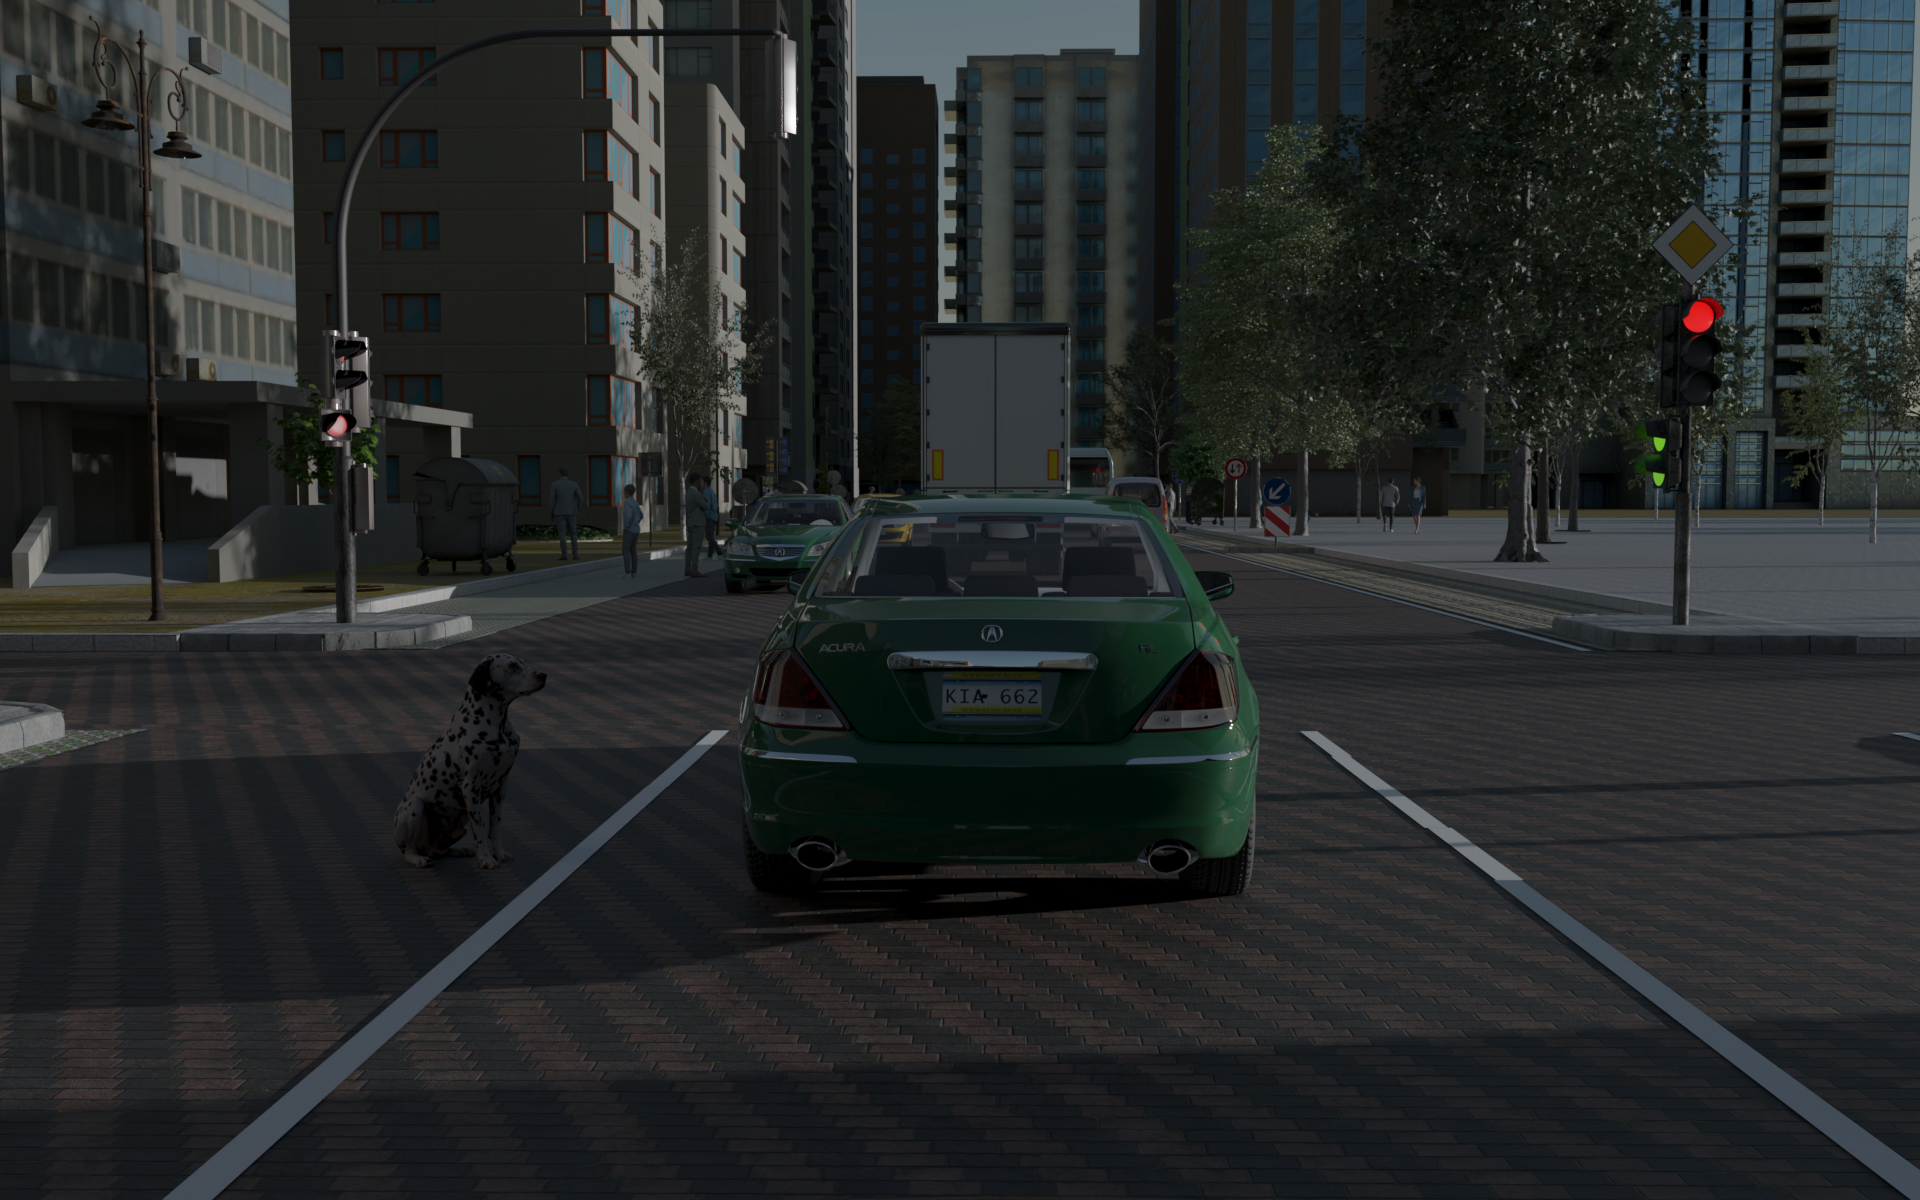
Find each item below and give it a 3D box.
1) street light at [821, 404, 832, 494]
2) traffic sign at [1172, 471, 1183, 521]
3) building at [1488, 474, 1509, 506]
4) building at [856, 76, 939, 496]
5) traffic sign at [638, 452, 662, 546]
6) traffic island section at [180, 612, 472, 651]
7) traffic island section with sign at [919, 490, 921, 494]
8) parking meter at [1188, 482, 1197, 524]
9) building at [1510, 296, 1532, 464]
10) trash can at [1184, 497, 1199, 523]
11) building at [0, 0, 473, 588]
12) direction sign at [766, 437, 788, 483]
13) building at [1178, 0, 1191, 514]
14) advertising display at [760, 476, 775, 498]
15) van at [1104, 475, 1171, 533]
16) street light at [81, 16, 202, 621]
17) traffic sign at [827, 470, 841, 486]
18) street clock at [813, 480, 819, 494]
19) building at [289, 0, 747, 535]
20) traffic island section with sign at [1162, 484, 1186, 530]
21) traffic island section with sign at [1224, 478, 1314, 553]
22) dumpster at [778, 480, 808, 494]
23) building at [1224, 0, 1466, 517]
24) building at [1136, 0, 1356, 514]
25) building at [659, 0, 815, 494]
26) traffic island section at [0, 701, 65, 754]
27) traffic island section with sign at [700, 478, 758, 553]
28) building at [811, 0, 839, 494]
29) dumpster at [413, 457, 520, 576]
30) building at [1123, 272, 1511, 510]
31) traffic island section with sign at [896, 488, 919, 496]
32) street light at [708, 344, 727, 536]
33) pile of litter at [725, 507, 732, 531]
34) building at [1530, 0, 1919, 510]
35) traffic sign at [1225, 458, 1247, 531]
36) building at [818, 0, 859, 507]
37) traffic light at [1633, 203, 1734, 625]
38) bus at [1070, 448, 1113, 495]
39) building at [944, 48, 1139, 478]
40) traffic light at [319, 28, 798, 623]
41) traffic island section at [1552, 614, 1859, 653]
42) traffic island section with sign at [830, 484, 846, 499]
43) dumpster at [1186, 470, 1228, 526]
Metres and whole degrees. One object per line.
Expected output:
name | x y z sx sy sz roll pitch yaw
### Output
street light | -6.866 -7.112 89.067 0.468 5.910 1.993 0 4 1
traffic sign | 10.625 -5.116 83.749 0.768 2.556 0.104 0 4 2
building | 42.934 -39.520 188.151 28.212 58.520 21.231 0 4 1
building | -9.503 -32.777 186.011 14.200 45.320 14.600 0 4 1
traffic sign | -7.577 -2.461 42.375 0.606 2.300 0.079 0 4 3
traffic island section | -6.131 0.307 17.265 2.009 0.180 2.903 0 4 1
traffic island section with sign | -3.589 -8.461 146.965 1.989 1.847 2.006 0 4 1
parking meter | 9.980 -4.201 74.401 0.399 1.863 0.255 1 4 13
building | 64.009 -25.210 183.887 14.107 30.474 14.160 0 4 1
trash can | 10.283 -3.971 76.576 0.748 1.137 0.748 0 3 0
building | -26.702 -20.744 31.052 32.217 40.220 23.993 0 4 1
direction sign | -7.276 -4.695 68.759 0.876 3.537 0.379 -1 4 -19
building | 21.772 -26.539 117.513 14.154 41.232 14.086 0 4 1
advertising display | -6.925 -3.497 62.385 0.123 1.923 0.974 1 4 22
van | 4.351 -2.245 43.710 2.013 2.044 4.112 0 4 3
street light | -8.144 -2.729 17.408 0.468 5.910 1.993 0 4 1
traffic sign | -6.731 -5.635 92.234 0.768 2.556 0.104 0 4 6
street clock | -7.451 -5.213 89.795 0.358 2.002 0.471 1 4 8
building | -24.241 -13.634 67.953 27.650 21.520 28.899 0 4 1
traffic island section with sign | 8.018 -3.741 69.789 1.989 1.847 2.006 0 4 1
traffic island section with sign | 7.549 -2.074 42.540 1.989 1.847 2.006 0 4 1
dumpster | -7.136 -4.126 73.221 1.264 1.857 1.865 0 4 1
building | 21.420 -27.709 103.148 14.600 45.320 14.200 0 4 1
building | 21.198 -29.541 133.113 14.600 45.320 14.200 0 4 1
building | -16.150 -25.443 99.582 14.154 41.232 14.086 0 4 1
traffic island section | -6.267 0.795 9.281 2.009 0.180 2.903 0 4 1
traffic island section with sign | -5.357 -2.106 43.056 1.989 1.847 2.006 0 4 1
building | -20.273 -28.540 121.247 22.147 44.769 28.867 0 4 1
dumpster | -7.927 -1.350 27.824 1.264 1.857 1.865 0 4 1
building | 31.001 -28.152 152.165 32.217 40.220 23.993 0 4 1
traffic island section with sign | -4.064 -6.802 119.840 1.989 1.847 2.006 0 4 1
street light | -7.505 -4.936 53.494 0.468 5.910 1.993 0 4 1
pile of litter | -7.519 -2.806 59.835 1.176 0.858 1.719 -1 4 -9
building | 67.323 -51.265 150.853 31.000 86.520 22.319 0 4 1
traffic sign | 9.611 -3.690 60.434 0.768 2.556 0.104 1 4 10
building | -20.123 -43.765 153.807 20.611 71.187 20.563 0 4 1
traffic light | 7.069 -1.713 16.922 0.839 4.253 0.868 0 4 1
bus | 4.968 -4.930 75.471 2.948 3.499 13.247 0 4 1
building | 13.608 -34.836 189.177 30.456 49.044 23.786 0 4 1
traffic light | -3.998 -2.597 17.129 4.771 5.953 1.251 0 4 1
traffic island section | 7.109 0.321 17.035 2.009 0.180 2.903 0 4 1
traffic island section with sign | -4.897 -3.763 70.150 1.989 1.847 2.006 0 4 1
dumpster | 10.104 -4.184 70.905 1.502 2.255 1.985 0 4 1
